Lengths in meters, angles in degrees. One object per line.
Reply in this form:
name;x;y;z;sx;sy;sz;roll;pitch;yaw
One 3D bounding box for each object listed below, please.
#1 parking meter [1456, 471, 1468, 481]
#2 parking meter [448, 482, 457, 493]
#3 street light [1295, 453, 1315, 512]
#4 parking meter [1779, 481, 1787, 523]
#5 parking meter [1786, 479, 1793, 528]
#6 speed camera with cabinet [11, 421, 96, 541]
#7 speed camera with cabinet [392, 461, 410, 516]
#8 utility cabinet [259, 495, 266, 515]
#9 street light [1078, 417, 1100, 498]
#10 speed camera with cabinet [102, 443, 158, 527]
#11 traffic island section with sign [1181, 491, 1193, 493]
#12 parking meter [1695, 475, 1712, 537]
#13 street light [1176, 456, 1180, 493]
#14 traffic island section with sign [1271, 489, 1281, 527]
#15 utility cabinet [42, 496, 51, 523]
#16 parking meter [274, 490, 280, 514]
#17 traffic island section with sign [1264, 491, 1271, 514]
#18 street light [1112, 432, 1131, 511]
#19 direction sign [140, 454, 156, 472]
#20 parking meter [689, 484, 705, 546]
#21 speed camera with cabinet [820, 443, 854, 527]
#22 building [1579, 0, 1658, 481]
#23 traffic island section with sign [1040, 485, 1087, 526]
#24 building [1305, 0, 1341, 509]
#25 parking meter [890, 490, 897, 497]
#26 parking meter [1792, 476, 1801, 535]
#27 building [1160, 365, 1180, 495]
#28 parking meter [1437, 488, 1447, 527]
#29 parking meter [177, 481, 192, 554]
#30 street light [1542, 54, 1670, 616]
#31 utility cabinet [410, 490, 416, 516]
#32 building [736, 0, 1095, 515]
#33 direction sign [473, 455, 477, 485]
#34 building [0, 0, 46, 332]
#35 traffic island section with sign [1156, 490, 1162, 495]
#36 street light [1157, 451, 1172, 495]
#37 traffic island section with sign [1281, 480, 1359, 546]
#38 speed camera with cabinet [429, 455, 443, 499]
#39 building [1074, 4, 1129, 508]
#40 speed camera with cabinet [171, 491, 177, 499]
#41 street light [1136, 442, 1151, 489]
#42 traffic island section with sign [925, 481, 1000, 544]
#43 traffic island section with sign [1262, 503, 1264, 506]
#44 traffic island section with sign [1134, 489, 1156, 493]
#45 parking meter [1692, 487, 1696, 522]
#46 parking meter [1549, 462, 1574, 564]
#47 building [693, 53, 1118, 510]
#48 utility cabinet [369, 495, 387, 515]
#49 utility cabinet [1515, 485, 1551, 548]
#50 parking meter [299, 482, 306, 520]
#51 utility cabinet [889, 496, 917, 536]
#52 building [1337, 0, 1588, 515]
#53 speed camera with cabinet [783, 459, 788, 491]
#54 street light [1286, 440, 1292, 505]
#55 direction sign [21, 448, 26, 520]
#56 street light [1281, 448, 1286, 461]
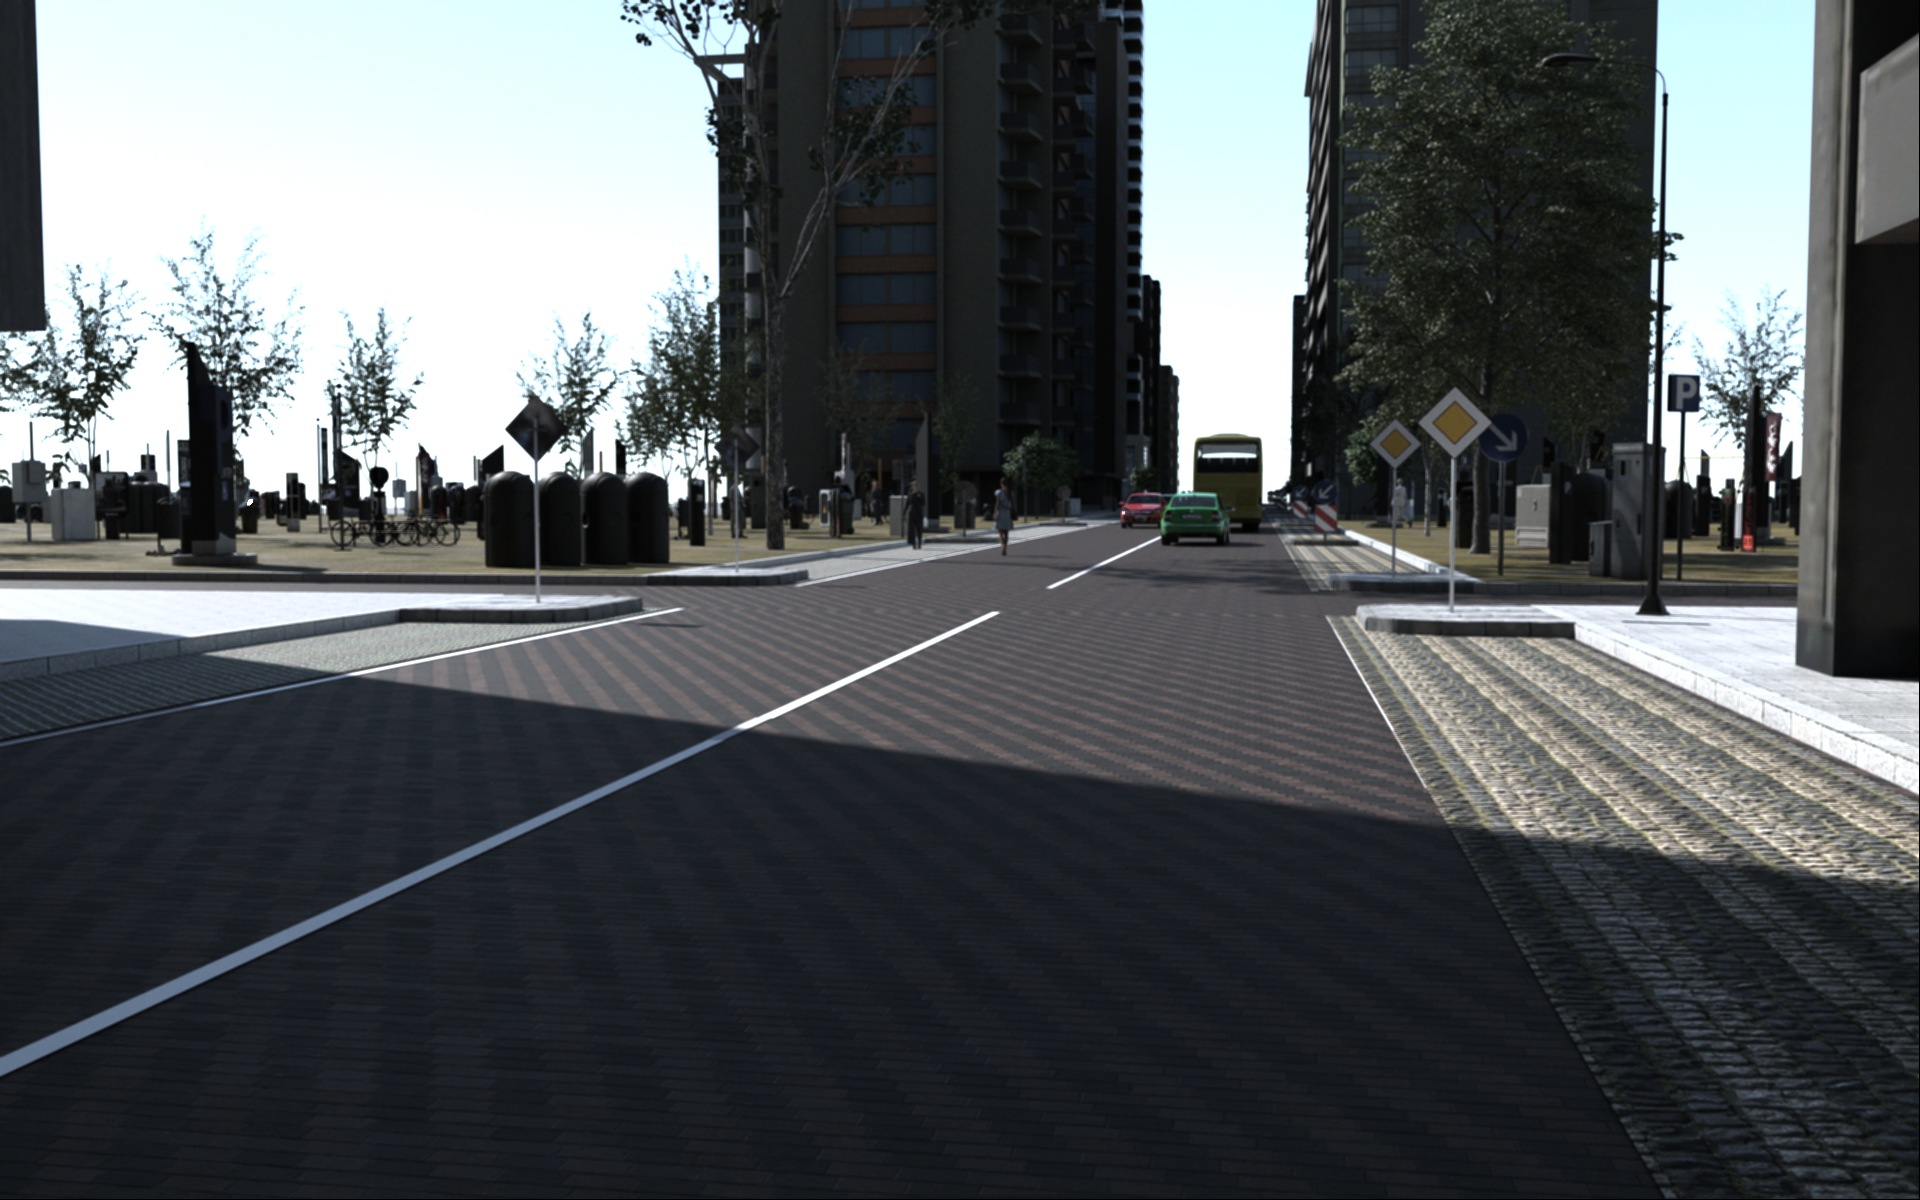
parking meter;12.820;-2.370;44.461;0.255;1.863;0.399;-1;4;-19
parking meter;-24.163;-4.697;82.500;0.399;1.863;0.255;3;5;41
street light;24.974;-9.324;124.984;1.470;5.913;1.316;1;4;10
parking meter;36.173;-4.306;76.106;0.255;1.863;0.399;1;4;16
parking meter;31.784;-3.684;65.945;0.399;1.863;0.255;-3;5;-41
speed camera with cabinet;-24.957;-3.263;47.693;0.660;3.252;2.038;2;4;32
speed camera with cabinet;-32.982;-6.664;103.295;2.038;3.252;0.660;2;4;33
utility cabinet;-42.518;-5.779;105.642;1.020;1.237;0.306;-1;4;-14
street light;7.670;-8.037;103.941;1.470;5.913;1.316;1;4;10
speed camera with cabinet;-31.888;-4.414;66.502;2.038;3.252;0.660;1;4;9
traffic island section with sign;26.978;-12.219;208.413;1.989;1.847;2.006;1;4;10
parking meter;22.431;-2.847;52.257;0.399;1.863;0.255;1;4;9
street light;26.253;-14.658;212.195;1.470;5.913;1.316;1;4;10
traffic island section with sign;14.762;-4.108;75.798;1.989;1.847;2.006;1;4;10
utility cabinet;-39.554;-3.951;75.764;1.020;1.237;0.306;0;4;-2
parking meter;-43.108;-6.171;109.300;0.372;1.533;0.369;0;3;0
traffic island section with sign;23.012;-7.076;124.318;1.989;1.847;2.006;1;4;10
street light;12.036;-9.573;129.057;1.470;5.913;1.316;1;4;10
direction sign;-46.158;-6.517;98.545;0.379;3.537;0.876;3;4;37
parking meter;-6.498;-2.105;42.823;0.372;1.533;0.369;0;3;0
speed camera with cabinet;-4.814;-4.487;67.695;0.660;3.252;2.038;-2;4;-29
building;37.260;-30.721;125.995;21.300;48.544;21.600;1;4;10
traffic island section with sign;4.657;-4.203;77.354;1.989;1.847;2.006;1;4;10
building;43.498;-32.870;161.121;21.300;48.544;21.600;1;4;10
parking meter;-3.739;-5.451;97.527;0.372;1.533;0.369;0;3;0
parking meter;26.075;-2.932;53.655;0.399;1.863;0.255;-3;5;-45
building;16.915;-24.660;248.227;27.650;21.520;28.899;1;4;10
parking meter;18.728;-3.601;67.281;0.372;1.533;0.369;0;3;0
parking meter;-14.584;-1.494;32.844;0.372;1.533;0.369;0;3;0
street light;6.848;-2.803;18.371;1.470;5.913;1.316;1;4;10
utility cabinet;-30.610;-5.432;97.495;0.318;1.500;1.173;0;4;1
building;-2.544;-28.371;118.489;22.147;44.769;28.867;1;4;10
direction sign;-28.191;-6.648;100.695;0.379;3.537;0.876;-2;4;-24
building;-16.467;-14.780;13.362;14.107;30.474;14.160;1;4;10
traffic island section with sign;17.633;-8.867;153.598;1.989;1.847;2.006;1;4;10
street light;21.860;-13.086;186.502;1.470;5.913;1.316;1;4;10
traffic island section with sign;10.127;-2.446;48.626;1.989;1.847;2.006;1;4;10
speed camera with cabinet;-25.675;-5.684;87.261;2.038;3.252;0.660;-1;4;-19
building;8.370;-31.393;163.382;14.600;45.320;14.200;1;4;10
speed camera with cabinet;-49.126;-7.015;109.035;2.038;3.252;0.660;2;4;32
street light;16.333;-11.133;154.569;1.470;5.913;1.316;1;4;10
traffic island section with sign;0.116;-2.573;50.699;1.989;1.847;2.006;1;4;10
traffic island section with sign;27.672;-8.746;151.632;1.989;1.847;2.006;1;4;10
traffic island section with sign;13.107;-7.241;127.024;1.989;1.847;2.006;1;4;10
parking meter;27.444;-3.466;65.085;0.372;1.533;0.369;0;3;0
parking meter;11.037;-1.594;31.776;0.399;1.863;0.255;-3;4;-37
building;-3.303;-27.745;145.516;32.217;40.220;23.993;1;4;10
utility cabinet;-36.119;-5.887;107.411;1.020;1.237;0.306;-2;4;-33
utility cabinet;13.708;-1.987;41.168;0.318;1.500;1.173;-1;4;-21
parking meter;-33.143;-4.988;87.263;0.255;1.863;0.399;0;4;4
utility cabinet;-1.724;-2.557;52.974;0.306;1.237;1.020;-3;5;-43
building;30.976;-26.028;109.154;14.154;41.232;14.086;1;4;10
speed camera with cabinet;-10.018;-6.388;98.775;0.660;3.252;2.038;0;4;7
street light;29.208;-10.861;150.122;1.470;5.913;1.316;1;4;10
direction sign;-45.674;-5.658;84.505;0.379;3.537;0.876;-2;4;-30
street light;33.513;-12.434;175.839;1.470;5.913;1.316;1;4;10
